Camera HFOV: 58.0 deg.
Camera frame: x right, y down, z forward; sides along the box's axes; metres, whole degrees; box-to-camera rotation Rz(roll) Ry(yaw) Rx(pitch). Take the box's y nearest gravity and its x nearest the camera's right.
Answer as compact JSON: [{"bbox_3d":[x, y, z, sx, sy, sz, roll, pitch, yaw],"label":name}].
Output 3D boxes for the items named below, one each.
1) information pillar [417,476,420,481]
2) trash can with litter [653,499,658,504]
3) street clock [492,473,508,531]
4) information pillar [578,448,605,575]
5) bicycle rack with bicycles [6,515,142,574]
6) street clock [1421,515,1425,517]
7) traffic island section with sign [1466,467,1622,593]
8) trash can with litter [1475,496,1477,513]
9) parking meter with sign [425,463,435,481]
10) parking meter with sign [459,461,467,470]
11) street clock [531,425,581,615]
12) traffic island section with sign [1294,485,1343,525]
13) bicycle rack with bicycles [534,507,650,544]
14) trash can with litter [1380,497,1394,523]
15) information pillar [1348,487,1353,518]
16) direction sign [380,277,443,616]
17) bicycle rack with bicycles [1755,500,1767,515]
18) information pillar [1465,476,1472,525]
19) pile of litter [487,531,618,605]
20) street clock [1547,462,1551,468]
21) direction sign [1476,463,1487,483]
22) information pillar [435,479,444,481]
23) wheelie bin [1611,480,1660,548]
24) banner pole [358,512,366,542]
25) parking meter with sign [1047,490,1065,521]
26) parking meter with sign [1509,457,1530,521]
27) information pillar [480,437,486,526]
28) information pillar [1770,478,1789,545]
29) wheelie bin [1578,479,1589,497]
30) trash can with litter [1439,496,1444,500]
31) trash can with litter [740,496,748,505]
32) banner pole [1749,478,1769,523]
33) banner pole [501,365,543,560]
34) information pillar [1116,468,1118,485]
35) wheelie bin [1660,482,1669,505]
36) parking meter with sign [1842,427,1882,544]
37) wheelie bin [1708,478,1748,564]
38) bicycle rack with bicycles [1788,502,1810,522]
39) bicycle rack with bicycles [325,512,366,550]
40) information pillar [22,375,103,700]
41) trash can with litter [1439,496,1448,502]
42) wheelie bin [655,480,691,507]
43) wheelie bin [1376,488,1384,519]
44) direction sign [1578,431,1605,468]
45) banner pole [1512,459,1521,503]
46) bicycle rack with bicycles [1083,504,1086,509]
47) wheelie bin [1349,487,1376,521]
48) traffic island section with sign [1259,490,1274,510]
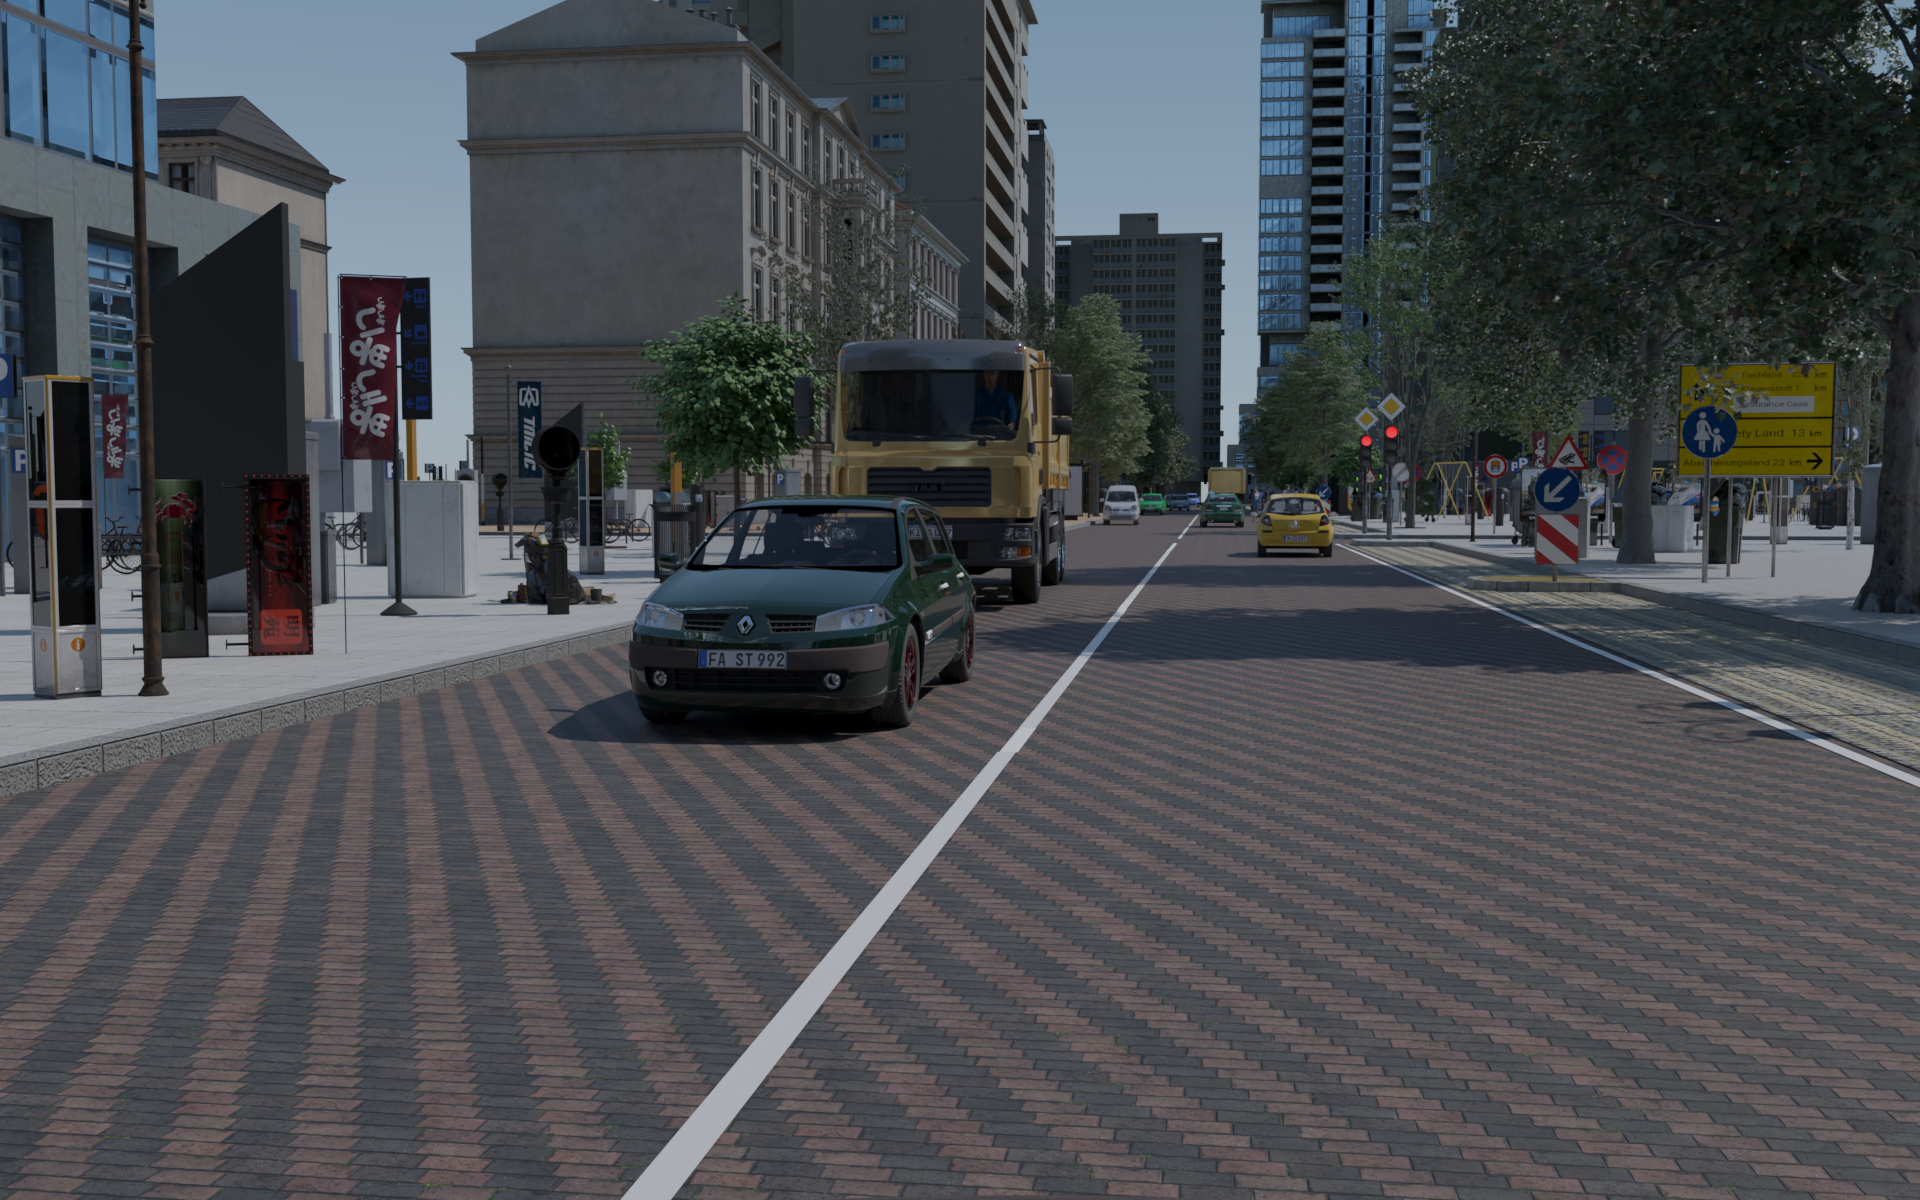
[{"bbox_3d":[-22.564,-4.122,71.882,0.304,2.012,0.304,-1,4,-10],"label":"information pillar"},{"bbox_3d":[-12.219,-3.614,70.482,1.055,1.170,0.624,0,4,-6],"label":"trash can with litter"},{"bbox_3d":[-15.870,-3.377,59.779,0.471,2.002,0.358,-3,4,-38],"label":"street clock"},{"bbox_3d":[-5.859,-1.409,27.522,0.304,2.012,0.304,-3,5,-40],"label":"information pillar"},{"bbox_3d":[-13.985,-0.907,28.212,2.925,0.926,2.852,-1,4,-10],"label":"bicycle rack with bicycles"},{"bbox_3d":[25.993,-5.663,97.154,0.471,2.002,0.358,2,4,23],"label":"street clock"},{"bbox_3d":[8.712,-1.065,26.040,1.989,1.847,2.006,1,4,8],"label":"traffic island section with sign"},{"bbox_3d":[35.473,-6.533,117.871,2.233,1.210,1.678,0,4,1],"label":"trash can with litter"},{"bbox_3d":[-30.329,-6.302,99.303,0.543,3.016,1.738,-1,4,-13],"label":"parking meter with sign"},{"bbox_3d":[-25.098,-5.726,89.887,1.738,3.016,0.543,2,4,23],"label":"parking meter with sign"},{"bbox_3d":[-4.283,-0.846,18.407,0.471,2.002,0.358,-2,4,-30],"label":"street clock"},{"bbox_3d":[16.694,-4.385,80.319,1.989,1.847,2.006,1,4,8],"label":"traffic island section with sign"},{"bbox_3d":[-9.723,-1.965,45.504,2.925,0.926,2.852,0,4,-4],"label":"bicycle rack with bicycles"},{"bbox_3d":[19.041,-4.029,77.254,0.624,1.170,1.055,1,4,14],"label":"trash can with litter"},{"bbox_3d":[21.360,-6.295,94.273,0.504,3.616,0.183,-1,4,-18],"label":"information pillar"},{"bbox_3d":[-5.955,-1.607,18.275,0.876,3.537,0.379,1,4,15],"label":"direction sign"},{"bbox_3d":[47.976,-5.626,105.361,2.925,0.926,2.852,-2,4,-33],"label":"bicycle rack with bicycles"},{"bbox_3d":[20.900,-4.069,71.024,0.304,2.012,0.304,0,4,1],"label":"information pillar"},{"bbox_3d":[-4.825,-0.402,20.531,1.719,0.858,1.176,3,5,41],"label":"pile of litter"},{"bbox_3d":[13.590,-2.145,39.637,0.358,2.002,0.471,3,4,36],"label":"street clock"},{"bbox_3d":[37.620,-8.139,125.068,0.876,3.537,0.379,1,4,17],"label":"direction sign"},{"bbox_3d":[-24.952,-4.807,83.083,0.304,2.012,0.304,-3,5,-41],"label":"information pillar"},{"bbox_3d":[15.909,-2.030,41.102,0.693,1.594,0.980,-1,4,-19],"label":"wheelie bin"},{"bbox_3d":[-16.046,-3.462,46.622,0.401,3.779,0.863,-2,4,-24],"label":"banner pole"},{"bbox_3d":[4.411,-5.275,82.512,0.543,3.016,1.738,3,5,45],"label":"parking meter with sign"},{"bbox_3d":[26.374,-5.229,81.761,0.543,3.016,1.738,2,4,31],"label":"parking meter with sign"},{"bbox_3d":[-19.502,-4.858,70.775,0.183,3.616,0.504,-1,4,-10],"label":"information pillar"},{"bbox_3d":[20.851,-2.420,44.060,0.304,2.012,0.304,-2,4,-25],"label":"information pillar"},{"bbox_3d":[13.098,-1.800,37.339,0.980,1.594,0.693,0,4,-7],"label":"wheelie bin"},{"bbox_3d":[32.682,-6.558,118.279,1.678,1.210,2.233,-3,4,-38],"label":"trash can with litter"},{"bbox_3d":[-7.361,-3.049,60.911,1.678,1.210,2.233,2,4,24],"label":"trash can with litter"},{"bbox_3d":[35.339,-5.292,76.535,0.863,3.779,0.401,3,5,39],"label":"banner pole"},{"bbox_3d":[-8.532,-2.674,33.733,0.863,3.779,0.401,-2,4,-24],"label":"banner pole"},{"bbox_3d":[10.962,-7.923,120.892,0.183,3.616,0.504,0,4,4],"label":"information pillar"},{"bbox_3d":[18.505,-2.308,45.642,0.693,1.594,0.980,0,4,1],"label":"wheelie bin"},{"bbox_3d":[23.378,-2.925,44.091,0.543,3.016,1.738,-2,4,-25],"label":"parking meter with sign"},{"bbox_3d":[14.119,-1.470,31.940,0.693,1.594,0.980,2,4,32],"label":"wheelie bin"},{"bbox_3d":[39.967,-4.140,81.064,2.852,0.926,2.925,1,4,22],"label":"bicycle rack with bicycles"},{"bbox_3d":[-13.629,-1.641,40.206,2.925,0.926,2.852,-1,4,-10],"label":"bicycle rack with bicycles"},{"bbox_3d":[-5.653,-0.393,10.916,0.304,2.012,0.304,3,4,36],"label":"information pillar"},{"bbox_3d":[30.751,-6.100,111.120,1.055,1.170,0.624,1,4,21],"label":"trash can with litter"},{"bbox_3d":[-6.640,-1.963,40.009,0.693,1.594,0.980,1,4,9],"label":"wheelie bin"},{"bbox_3d":[20.943,-4.868,87.505,0.980,1.594,0.693,3,5,41],"label":"wheelie bin"},{"bbox_3d":[22.644,-4.293,62.191,0.876,3.537,0.379,2,4,29],"label":"direction sign"},{"bbox_3d":[39.733,-8.185,123.839,0.863,3.779,0.401,3,4,38],"label":"banner pole"},{"bbox_3d":[6.880,-6.009,111.632,2.852,0.926,2.925,-2,4,-34],"label":"bicycle rack with bicycles"},{"bbox_3d":[18.814,-4.494,81.386,0.980,1.594,0.693,-1,4,-18],"label":"wheelie bin"},{"bbox_3d":[28.019,-9.093,157.297,1.989,1.847,2.006,1,4,8],"label":"traffic island section with sign"}]
